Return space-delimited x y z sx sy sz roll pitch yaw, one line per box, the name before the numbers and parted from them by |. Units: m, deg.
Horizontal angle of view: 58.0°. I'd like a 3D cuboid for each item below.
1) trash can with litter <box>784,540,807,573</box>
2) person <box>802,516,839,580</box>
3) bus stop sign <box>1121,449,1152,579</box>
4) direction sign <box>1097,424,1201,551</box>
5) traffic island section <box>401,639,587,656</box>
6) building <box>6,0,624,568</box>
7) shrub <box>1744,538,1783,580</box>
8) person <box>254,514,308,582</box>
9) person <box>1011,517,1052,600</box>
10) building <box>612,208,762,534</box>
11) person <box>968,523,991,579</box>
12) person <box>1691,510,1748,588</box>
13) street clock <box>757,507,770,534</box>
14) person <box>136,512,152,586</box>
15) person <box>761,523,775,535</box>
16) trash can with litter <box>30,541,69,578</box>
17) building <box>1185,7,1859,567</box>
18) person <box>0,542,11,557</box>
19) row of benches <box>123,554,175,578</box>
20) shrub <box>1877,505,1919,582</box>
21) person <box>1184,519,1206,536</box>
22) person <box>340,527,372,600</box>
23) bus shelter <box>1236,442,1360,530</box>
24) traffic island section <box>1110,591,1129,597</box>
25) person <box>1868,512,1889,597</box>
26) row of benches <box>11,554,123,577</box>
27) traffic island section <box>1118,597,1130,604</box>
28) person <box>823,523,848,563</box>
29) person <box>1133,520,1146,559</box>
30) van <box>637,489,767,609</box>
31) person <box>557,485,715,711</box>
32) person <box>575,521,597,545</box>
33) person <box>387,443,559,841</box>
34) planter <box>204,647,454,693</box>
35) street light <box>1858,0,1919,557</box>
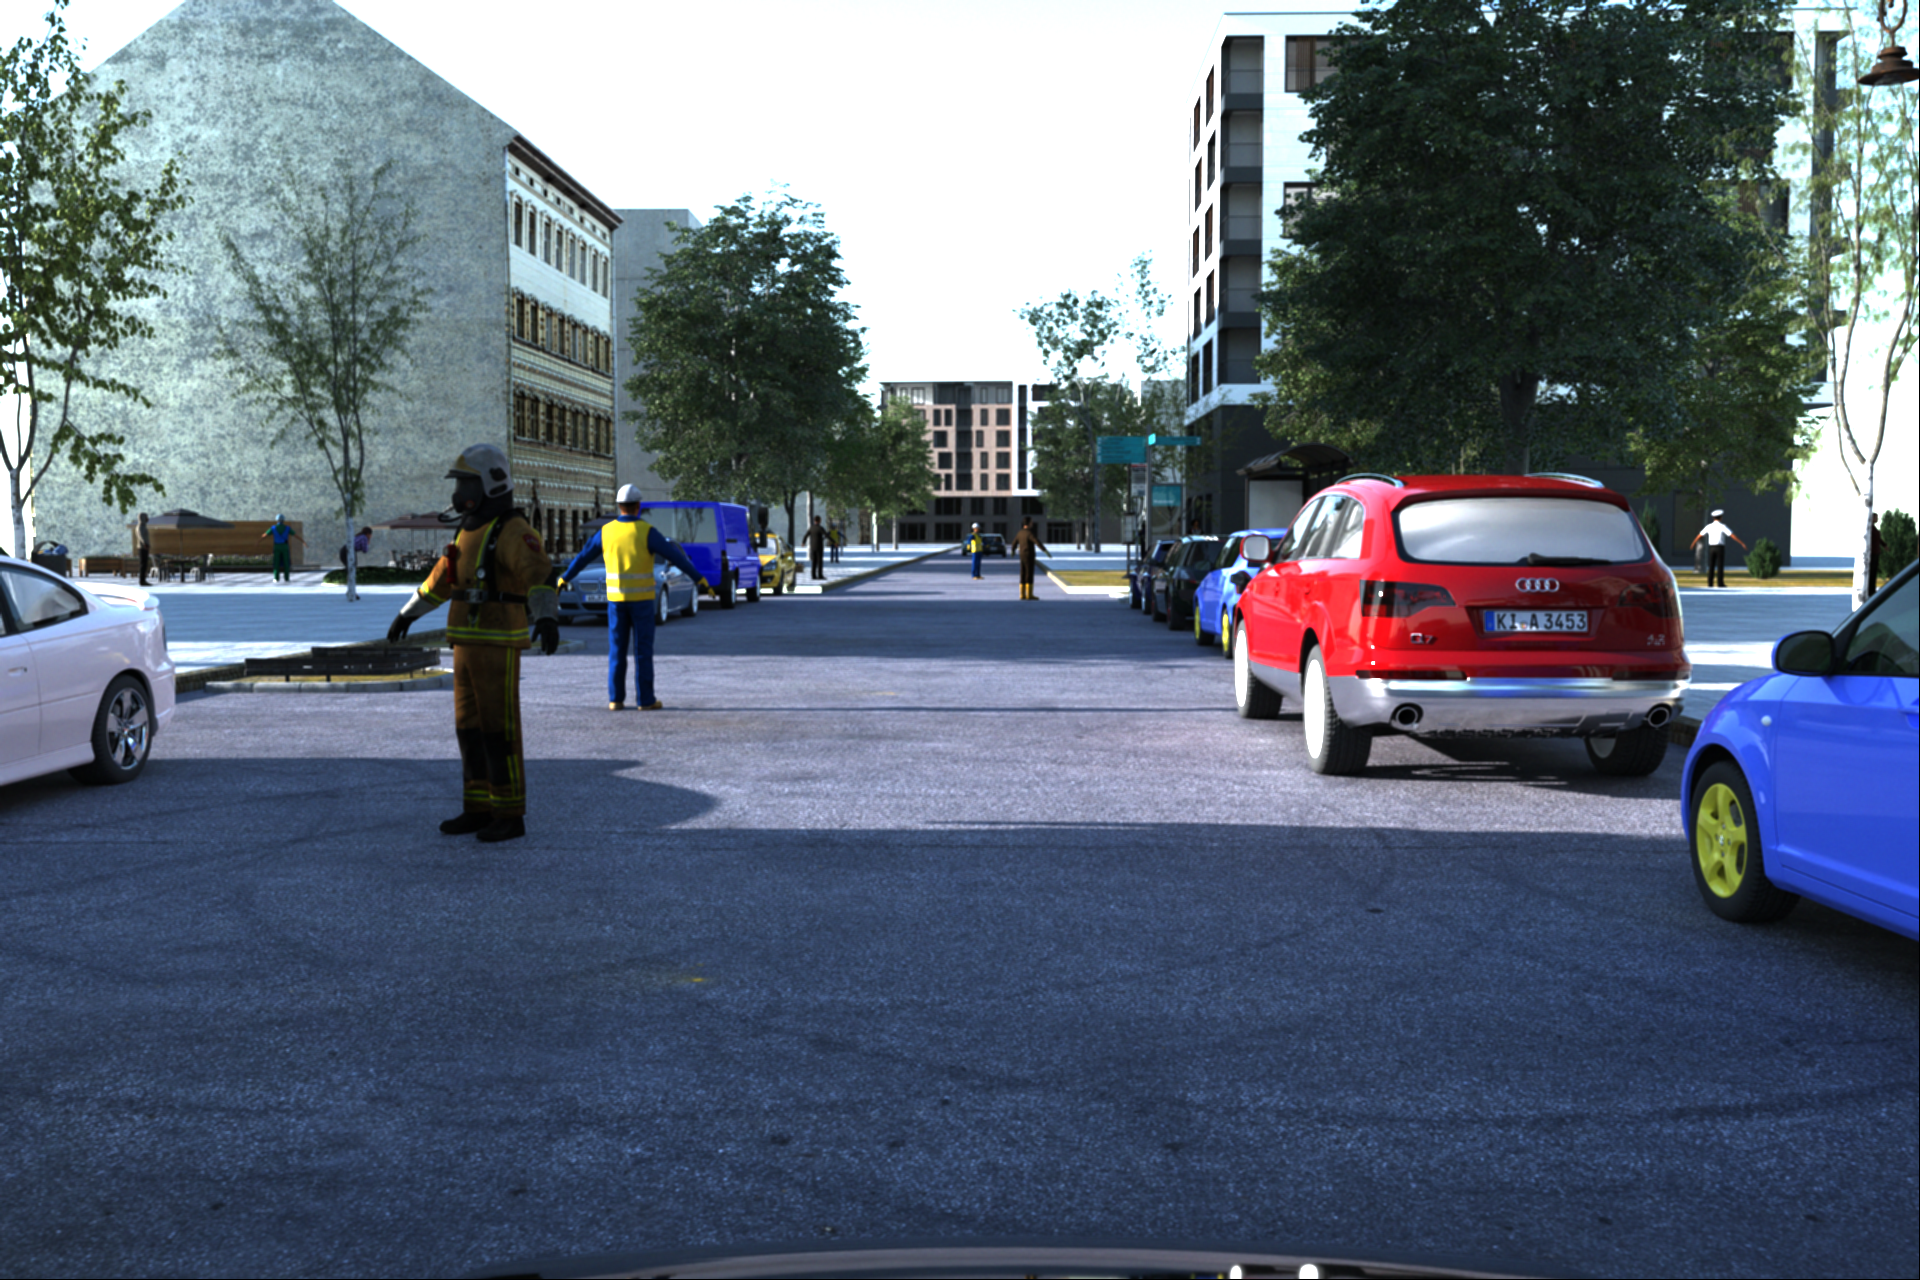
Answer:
trash can with litter | -5.622 -2.835 57.740 1.055 1.170 0.624 0 4 2
person | -3.994 -2.606 48.829 1.346 1.802 0.704 3 4 38
bus stop sign | 5.052 -3.724 49.598 0.855 3.939 0.416 0 4 2
direction sign | 4.600 -3.235 41.659 2.525 3.948 1.411 0 4 0
traffic island section | -5.694 0.096 21.293 1.991 0.108 1.994 0 4 2
building | -26.068 -14.897 74.496 19.493 23.208 18.063 0 4 1
shrub | 22.688 -2.311 48.896 1.383 1.207 1.383 0 3 0
person | -18.283 -2.479 46.654 1.347 1.817 0.704 -1 4 -20
person | 1.493 -1.781 37.708 0.704 1.812 1.346 -3 4 -36
building | -22.927 -14.903 110.117 16.747 18.905 31.486 0 4 1
person | 0.598 -2.829 55.169 0.721 1.772 1.216 2 4 35
person | 18.194 -2.190 41.599 0.704 1.855 1.343 -3 5 -43
street clock | -5.197 -2.520 45.772 0.358 2.002 0.471 0 4 1
person | -20.147 -2.243 42.803 0.705 1.813 1.348 -2 4 -24
person | -8.068 -4.040 71.917 1.347 1.847 0.705 -2 4 -35
trash can with litter | -8.804 -0.385 17.358 1.678 1.210 2.233 0 4 1
building | 24.721 -14.694 84.220 27.936 21.610 32.646 0 4 2
person | -13.063 -0.876 23.531 0.599 1.438 0.989 0 4 3
row of benches | -24.396 -2.246 52.181 1.422 0.672 4.104 -1 4 -13
shrub | 25.185 -2.607 46.671 1.661 2.075 1.752 0 3 0
person | 8.623 -3.496 63.301 1.345 1.843 0.704 -1 4 -11
person | -11.799 -1.504 33.871 0.421 1.427 0.697 2 4 35
bus shelter | 7.873 -2.873 40.902 2.014 3.302 5.546 0 4 2
traffic island section | 4.461 -1.039 39.853 1.991 0.108 1.994 0 4 2
person | 18.768 -1.753 35.475 1.215 1.729 0.721 -3 5 -45
row of benches | -26.996 -2.205 51.519 4.104 0.672 1.422 -3 5 -43
traffic island section | 4.313 -0.815 36.191 1.991 0.108 1.994 0 4 2
person | -5.548 -4.305 76.846 1.216 1.772 0.721 1 4 11
person | 7.390 -3.901 69.558 1.354 1.856 0.705 -3 5 -45
van | -5.212 -1.863 34.840 2.240 2.365 5.245 0 4 1
person | -2.679 -0.350 14.146 1.349 1.833 0.705 0 4 7
person | -15.115 -3.956 70.862 1.347 1.806 0.705 -2 4 -29
person | -2.261 0.002 8.194 1.354 1.858 0.705 3 5 42
planter | -5.822 0.278 16.601 1.991 0.319 1.994 0 4 1
street light | 7.195 -2.448 12.814 0.468 5.910 1.993 0 4 2
